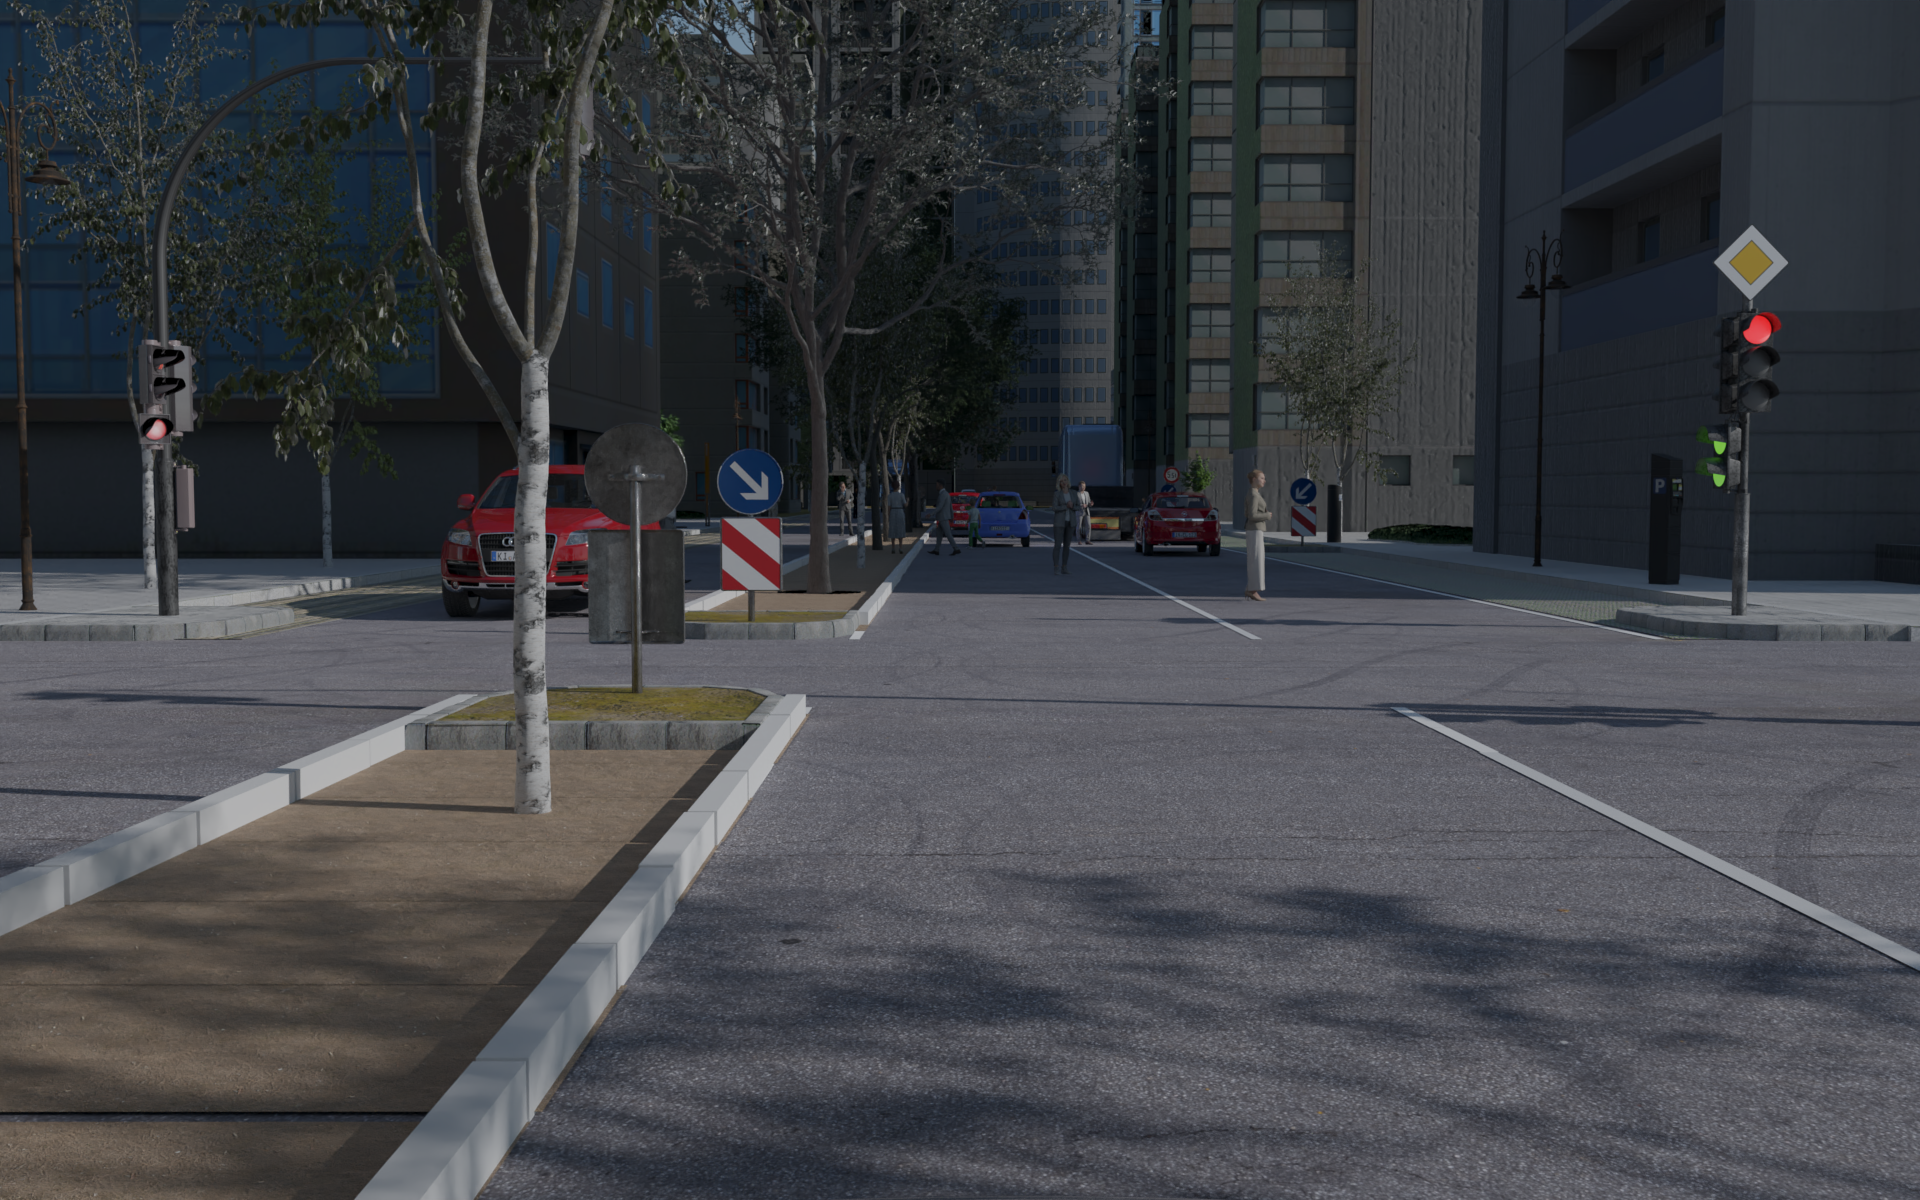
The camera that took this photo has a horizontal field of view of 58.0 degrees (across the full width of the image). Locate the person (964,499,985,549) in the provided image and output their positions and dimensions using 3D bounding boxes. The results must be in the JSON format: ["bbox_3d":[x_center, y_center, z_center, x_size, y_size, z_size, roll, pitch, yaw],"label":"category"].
[{"bbox_3d":[0.394,-1.987,45.241,0.590,1.304,0.306,2,4,35],"label":"person"}]

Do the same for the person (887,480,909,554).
[{"bbox_3d":[-1.475,-1.975,41.363,0.480,1.755,0.524,1,4,8],"label":"person"}]

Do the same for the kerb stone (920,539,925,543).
[{"bbox_3d":[-1.069,-1.459,46.049,0.120,0.150,1.000,0,3,0],"label":"kerb stone"}]

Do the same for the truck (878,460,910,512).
[{"bbox_3d":[-4.851,-9.227,140.615,2.967,4.110,18.799,0,4,0],"label":"truck"}]

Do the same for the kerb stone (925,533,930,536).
[{"bbox_3d":[-1.079,-1.898,53.224,0.120,0.150,1.000,0,3,0],"label":"kerb stone"}]

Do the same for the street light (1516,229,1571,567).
[{"bbox_3d":[10.227,-3.530,30.497,0.468,5.910,1.993,0,3,0],"label":"street light"}]

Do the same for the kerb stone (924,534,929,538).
[{"bbox_3d":[-1.085,-1.834,52.202,0.120,0.150,1.000,0,3,0],"label":"kerb stone"}]

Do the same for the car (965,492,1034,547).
[{"bbox_3d":[1.088,-2.359,48.163,1.945,1.707,3.694,0,4,1],"label":"car"}]

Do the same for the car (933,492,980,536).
[{"bbox_3d":[0.136,-3.063,59.123,2.155,1.783,4.494,0,4,2],"label":"car"}]

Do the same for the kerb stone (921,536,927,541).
[{"bbox_3d":[-1.081,-1.643,49.128,0.120,0.150,1.000,0,3,0],"label":"kerb stone"}]

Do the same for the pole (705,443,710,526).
[{"bbox_3d":[-10.025,-4.580,68.723,0.158,3.312,0.155,0,3,0],"label":"pole"}]

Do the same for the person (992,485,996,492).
[{"bbox_3d":[1.615,-4.629,83.964,0.659,1.850,0.755,2,4,34],"label":"person"}]

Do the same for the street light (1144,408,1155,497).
[{"bbox_3d":[10.161,-7.352,92.991,0.468,5.910,1.993,0,3,0],"label":"street light"}]

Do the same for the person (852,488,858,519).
[{"bbox_3d":[-6.091,-5.696,101.660,0.705,1.821,1.348,3,4,38],"label":"person"}]

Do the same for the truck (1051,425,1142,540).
[{"bbox_3d":[5.107,-4.395,61.612,2.967,4.110,18.799,0,4,0],"label":"truck"}]

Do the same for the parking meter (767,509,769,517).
[{"bbox_3d":[-10.230,-5.150,92.619,0.372,1.533,0.369,0,3,0],"label":"parking meter"}]

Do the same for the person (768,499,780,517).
[{"bbox_3d":[-6.750,-3.314,62.868,0.511,1.800,0.466,2,4,29],"label":"person"}]

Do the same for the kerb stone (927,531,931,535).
[{"bbox_3d":[-1.087,-2.023,55.269,0.120,0.150,1.000,0,3,0],"label":"kerb stone"}]

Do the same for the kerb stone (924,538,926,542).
[{"bbox_3d":[-1.070,-1.578,48.101,0.120,0.150,1.000,0,3,0],"label":"kerb stone"}]

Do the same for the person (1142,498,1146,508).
[{"bbox_3d":[8.965,-4.360,84.458,0.373,1.253,0.362,0,4,-7],"label":"person"}]

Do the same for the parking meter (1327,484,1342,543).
[{"bbox_3d":[9.905,-2.289,45.830,0.372,1.533,0.369,0,3,0],"label":"parking meter"}]

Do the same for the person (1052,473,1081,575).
[{"bbox_3d":[1.909,-1.360,30.911,0.537,1.800,0.526,-1,4,-10],"label":"person"}]

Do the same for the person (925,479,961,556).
[{"bbox_3d":[-0.378,-1.936,40.433,0.850,1.792,0.678,1,4,13],"label":"person"}]

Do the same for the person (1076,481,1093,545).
[{"bbox_3d":[3.492,-2.458,48.888,0.606,1.804,0.583,-2,4,-33],"label":"person"}]

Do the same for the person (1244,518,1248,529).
[{"bbox_3d":[8.329,-2.230,49.630,0.373,1.253,0.362,1,4,8],"label":"person"}]

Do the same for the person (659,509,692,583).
[{"bbox_3d":[-4.733,-1.169,27.714,0.850,1.850,0.679,0,4,-2],"label":"person"}]

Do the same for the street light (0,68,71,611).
[{"bbox_3d":[-10.298,-2.824,18.959,0.468,5.910,1.993,0,3,0],"label":"street light"}]

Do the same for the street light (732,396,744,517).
[{"bbox_3d":[-10.466,-6.651,81.535,0.468,5.910,1.993,0,3,0],"label":"street light"}]

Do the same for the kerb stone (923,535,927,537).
[{"bbox_3d":[-1.088,-1.709,50.155,0.120,0.150,1.000,0,3,0],"label":"kerb stone"}]

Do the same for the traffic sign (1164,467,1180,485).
[{"bbox_3d":[9.884,-4.940,80.869,0.768,2.556,0.104,0,4,8],"label":"traffic sign"}]

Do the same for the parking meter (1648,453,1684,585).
[{"bbox_3d":[10.019,-1.154,24.576,0.255,1.863,0.399,-2,4,-27],"label":"parking meter"}]

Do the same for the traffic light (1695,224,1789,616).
[{"bbox_3d":[8.219,-1.791,18.204,0.839,4.253,0.868,0,3,0],"label":"traffic light"}]

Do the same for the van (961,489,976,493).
[{"bbox_3d":[0.727,-9.043,154.861,2.013,2.044,4.112,0,4,-1],"label":"van"}]

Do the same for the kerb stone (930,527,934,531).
[{"bbox_3d":[-1.092,-2.399,61.416,0.120,0.150,1.000,0,3,0],"label":"kerb stone"}]

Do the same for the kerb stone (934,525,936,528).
[{"bbox_3d":[-1.093,-2.707,66.535,0.120,0.150,1.000,0,3,0],"label":"kerb stone"}]

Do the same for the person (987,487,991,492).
[{"bbox_3d":[1.527,-4.885,88.775,0.834,1.777,0.661,1,4,22],"label":"person"}]

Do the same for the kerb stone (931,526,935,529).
[{"bbox_3d":[-1.091,-2.524,63.460,0.120,0.150,1.000,0,3,0],"label":"kerb stone"}]

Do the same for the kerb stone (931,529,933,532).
[{"bbox_3d":[-1.086,-2.274,59.371,0.120,0.150,1.000,0,3,0],"label":"kerb stone"}]

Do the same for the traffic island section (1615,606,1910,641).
[{"bbox_3d":[8.259,0.242,18.318,2.009,0.180,2.903,0,3,0],"label":"traffic island section"}]

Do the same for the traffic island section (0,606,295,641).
[{"bbox_3d":[-8.382,0.243,18.310,2.009,0.180,2.903,0,3,0],"label":"traffic island section"}]

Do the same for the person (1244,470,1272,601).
[{"bbox_3d":[3.995,-0.866,23.209,0.362,1.759,0.519,0,4,6],"label":"person"}]

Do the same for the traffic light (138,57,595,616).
[{"bbox_3d":[-6.250,-2.663,18.212,4.771,5.953,1.251,0,3,0],"label":"traffic light"}]

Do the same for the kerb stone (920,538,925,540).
[{"bbox_3d":[-1.079,-1.521,47.071,0.120,0.150,1.000,0,3,0],"label":"kerb stone"}]

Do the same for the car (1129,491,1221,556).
[{"bbox_3d":[5.169,-1.985,41.499,2.155,1.783,4.494,0,4,2],"label":"car"}]

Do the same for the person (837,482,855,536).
[{"bbox_3d":[-3.896,-3.116,59.244,0.655,1.846,0.447,-1,4,-14],"label":"person"}]

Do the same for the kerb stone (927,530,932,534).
[{"bbox_3d":[-1.089,-2.149,57.325,0.120,0.150,1.000,0,3,0],"label":"kerb stone"}]

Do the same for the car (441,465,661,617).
[{"bbox_3d":[-5.027,-0.810,21.912,2.281,1.827,5.304,0,4,-2],"label":"car"}]

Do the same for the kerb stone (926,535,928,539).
[{"bbox_3d":[-1.087,-1.773,51.178,0.120,0.150,1.000,0,3,0],"label":"kerb stone"}]
